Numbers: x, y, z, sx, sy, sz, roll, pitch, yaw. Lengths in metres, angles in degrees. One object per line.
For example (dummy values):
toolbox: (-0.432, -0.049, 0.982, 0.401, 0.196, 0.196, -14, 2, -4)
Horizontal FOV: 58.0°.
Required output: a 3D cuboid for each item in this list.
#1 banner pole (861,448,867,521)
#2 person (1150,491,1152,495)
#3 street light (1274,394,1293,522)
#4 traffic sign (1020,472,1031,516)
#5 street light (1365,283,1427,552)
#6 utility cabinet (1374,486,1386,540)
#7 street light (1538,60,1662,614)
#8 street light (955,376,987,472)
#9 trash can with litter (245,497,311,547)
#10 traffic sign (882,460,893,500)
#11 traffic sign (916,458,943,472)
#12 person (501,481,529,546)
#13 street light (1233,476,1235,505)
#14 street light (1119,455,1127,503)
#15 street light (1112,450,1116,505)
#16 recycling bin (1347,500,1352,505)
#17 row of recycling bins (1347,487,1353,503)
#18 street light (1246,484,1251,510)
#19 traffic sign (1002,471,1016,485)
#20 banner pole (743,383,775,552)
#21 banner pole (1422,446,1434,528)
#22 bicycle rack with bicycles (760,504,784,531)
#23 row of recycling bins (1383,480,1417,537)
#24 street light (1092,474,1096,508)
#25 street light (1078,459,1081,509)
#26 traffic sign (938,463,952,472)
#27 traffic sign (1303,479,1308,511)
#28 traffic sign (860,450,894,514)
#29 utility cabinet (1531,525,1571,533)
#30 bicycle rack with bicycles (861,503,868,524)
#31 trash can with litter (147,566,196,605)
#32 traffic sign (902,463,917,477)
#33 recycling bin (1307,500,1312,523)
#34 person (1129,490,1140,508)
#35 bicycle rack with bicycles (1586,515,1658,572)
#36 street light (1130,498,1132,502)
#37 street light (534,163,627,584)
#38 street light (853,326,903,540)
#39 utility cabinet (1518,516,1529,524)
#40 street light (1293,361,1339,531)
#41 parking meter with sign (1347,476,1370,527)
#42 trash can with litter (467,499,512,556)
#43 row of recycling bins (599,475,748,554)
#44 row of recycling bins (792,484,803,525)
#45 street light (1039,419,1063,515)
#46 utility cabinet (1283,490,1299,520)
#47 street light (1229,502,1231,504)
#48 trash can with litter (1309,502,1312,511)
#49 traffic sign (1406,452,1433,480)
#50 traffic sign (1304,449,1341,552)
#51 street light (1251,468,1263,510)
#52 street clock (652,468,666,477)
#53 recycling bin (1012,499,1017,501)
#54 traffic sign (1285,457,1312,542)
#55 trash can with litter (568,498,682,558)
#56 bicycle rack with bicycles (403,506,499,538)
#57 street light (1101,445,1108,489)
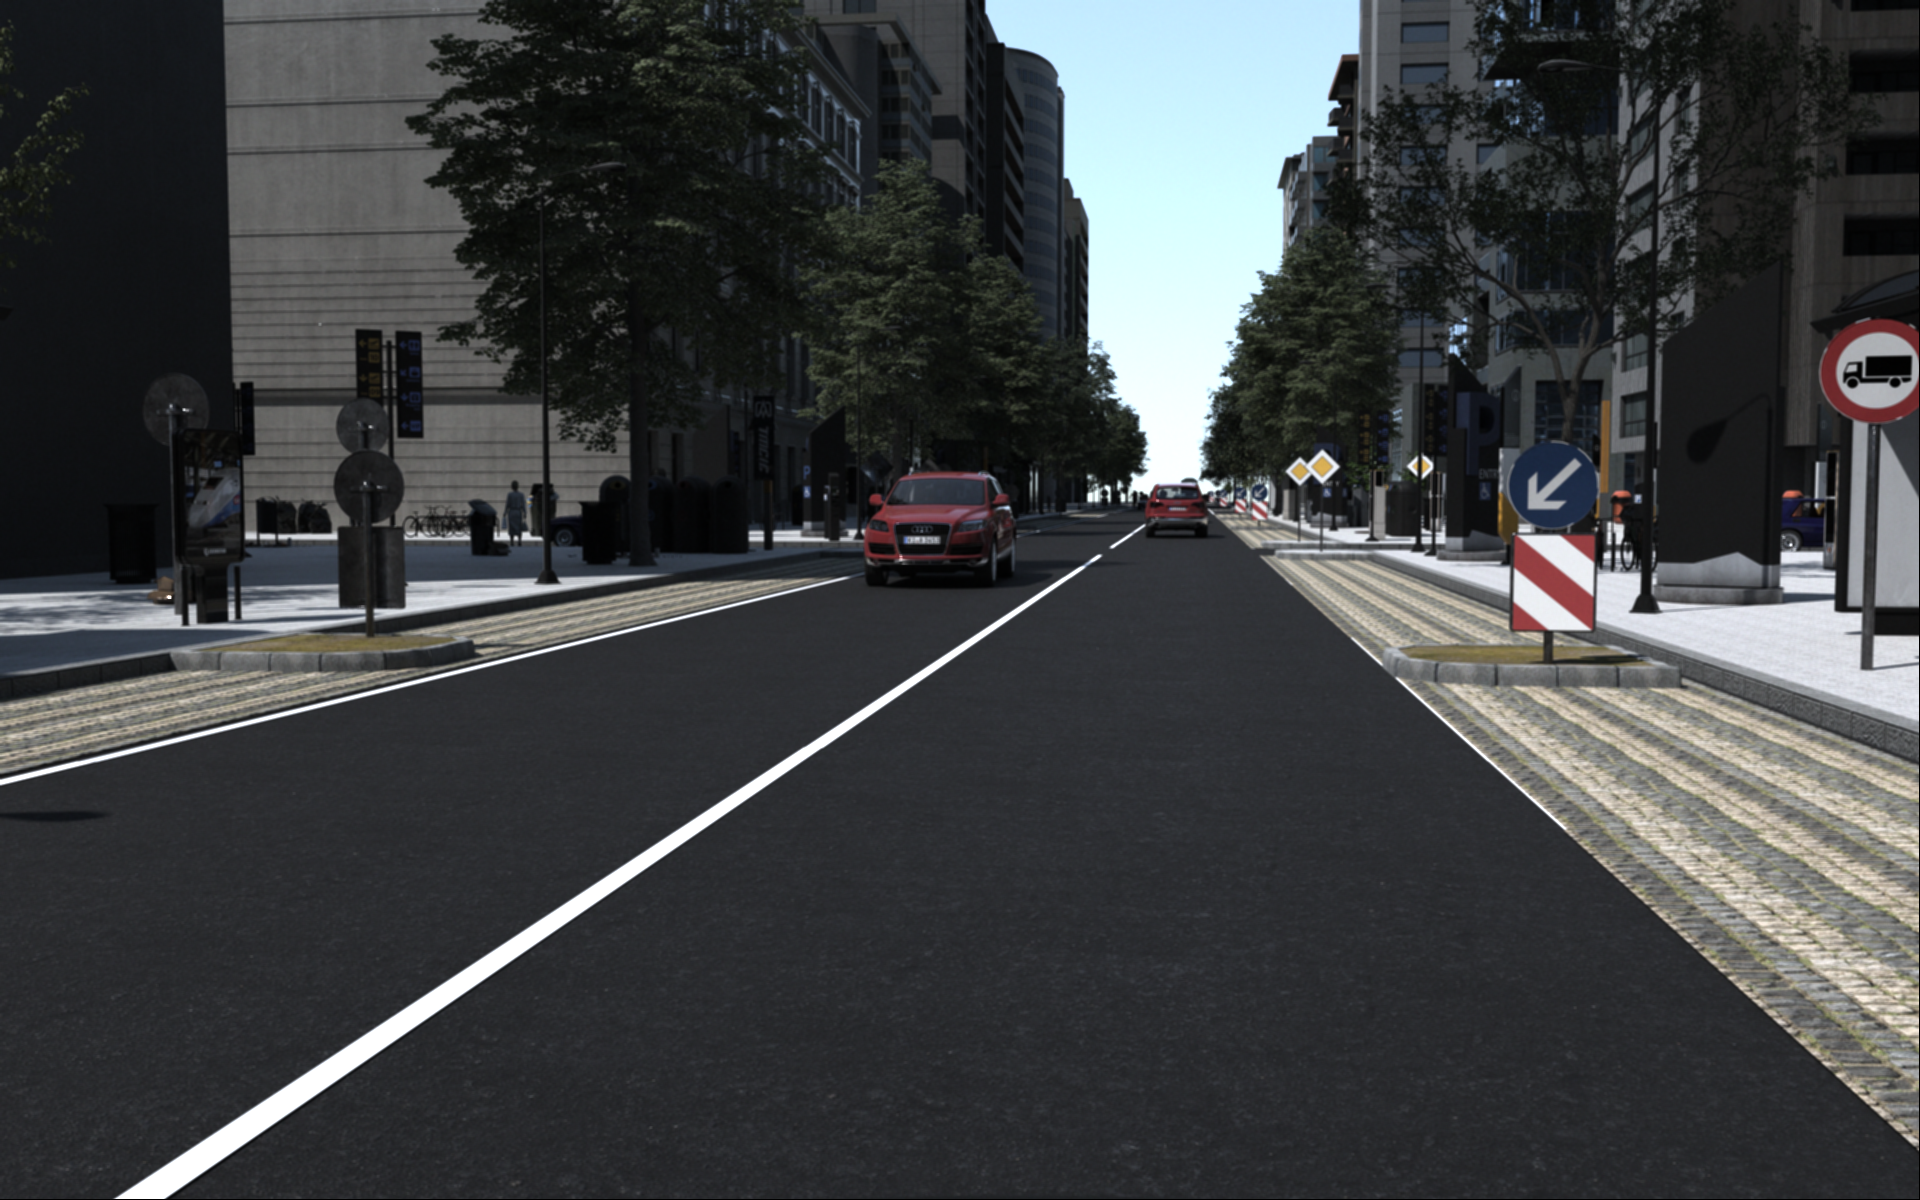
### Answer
banner pole: (-4.559, -5.661, 82.580, 0.401, 3.779, 0.863, 1, 4, 14)
person: (29.873, -16.041, 270.398, 0.705, 1.869, 1.348, 2, 4, 24)
street light: (15.011, -6.571, 79.977, 1.470, 5.913, 1.316, 0, 4, 8)
traffic sign: (3.713, -6.078, 99.483, 0.768, 2.556, 0.104, 1, 4, 12)
street light: (9.608, -4.017, 38.219, 1.470, 5.913, 1.316, 0, 4, 8)
utility cabinet: (11.714, -2.422, 48.277, 0.318, 1.500, 1.173, 1, 4, 13)
street light: (6.888, -2.820, 18.649, 1.470, 5.913, 1.316, 0, 4, 8)
street light: (0.379, -5.860, 68.344, 1.470, 5.913, 1.316, 0, 4, 8)
trash can with litter: (-17.143, -1.901, 42.133, 2.233, 1.210, 1.678, 1, 4, 12)
traffic sign: (-2.722, -3.885, 63.633, 0.768, 2.556, 0.104, 1, 4, 10)
traffic sign: (-0.861, -2.697, 47.736, 0.795, 2.450, 0.064, 0, 4, 8)
person: (-11.600, -2.215, 45.076, 0.694, 1.780, 0.624, -1, 4, -10)
street light: (22.520, -10.043, 136.750, 1.470, 5.913, 1.316, 0, 4, 8)
street light: (18.794, -14.282, 206.053, 1.470, 5.913, 1.316, 0, 4, 8)
street light: (15.828, -12.908, 183.589, 1.470, 5.913, 1.316, 0, 4, 8)
recycling bin: (17.425, -3.865, 75.755, 0.722, 1.027, 0.722, -1, 4, -17)
row of recycling bins: (20.332, -5.009, 89.010, 3.534, 1.692, 1.069, 3, 4, 37)
street light: (20.385, -9.004, 119.760, 1.470, 5.913, 1.316, 0, 4, 8)
traffic sign: (2.651, -5.740, 93.959, 0.768, 2.556, 0.104, 1, 4, 16)
banner pole: (-4.544, -2.981, 38.751, 0.863, 3.779, 0.401, 0, 4, -2)
banner pole: (17.659, -4.581, 64.917, 0.401, 3.779, 0.863, -1, 4, -13)
bicycle rack with bicycles: (-7.355, -2.872, 60.346, 2.852, 0.926, 2.925, 0, 4, 6)
row of recycling bins: (13.683, -2.847, 53.669, 1.069, 1.692, 3.534, 0, 4, 7)
street light: (10.475, -10.491, 144.070, 1.470, 5.913, 1.316, 0, 4, 8)
street light: (7.862, -9.271, 124.126, 1.470, 5.913, 1.316, 0, 4, 8)
traffic sign: (-0.711, -4.402, 72.077, 0.768, 2.556, 0.104, 1, 4, 13)
traffic sign: (18.432, -5.642, 92.349, 0.768, 2.556, 0.104, 1, 4, 13)
traffic sign: (-1.917, -2.213, 39.821, 0.795, 2.450, 0.064, 0, 4, 8)
utility cabinet: (16.281, -2.236, 47.718, 1.020, 1.237, 0.306, 1, 4, 23)
bicycle rack with bicycles: (-2.902, -3.724, 74.273, 2.852, 0.926, 2.925, -1, 4, -16)
trash can with litter: (-9.057, -0.556, 20.473, 0.624, 1.170, 1.055, 1, 4, 14)
traffic sign: (-2.107, -4.369, 71.547, 0.768, 2.556, 0.104, 1, 4, 13)
recycling bin: (15.757, -3.905, 76.395, 0.722, 1.027, 0.722, 2, 4, 34)
person: (18.062, -10.456, 179.425, 1.348, 1.831, 0.705, 2, 4, 32)
bicycle rack with bicycles: (11.758, -0.958, 29.041, 2.852, 0.926, 2.925, 1, 4, 22)
street light: (21.415, -15.480, 225.636, 1.470, 5.913, 1.316, 0, 4, 8)
street light: (-5.357, -3.178, 24.496, 1.470, 5.913, 1.316, 0, 4, 8)
street light: (-2.282, -4.627, 48.186, 1.470, 5.913, 1.316, 0, 4, 8)
utility cabinet: (23.697, -3.922, 72.797, 1.173, 1.500, 0.318, -1, 4, -22)
street light: (12.512, -5.372, 60.378, 1.470, 5.913, 1.316, 0, 4, 8)
parking meter with sign: (15.691, -4.379, 67.863, 0.543, 3.016, 1.738, 3, 5, 42)
trash can with litter: (-9.801, -1.519, 36.222, 1.055, 1.170, 0.624, 2, 4, 35)
row of recycling bins: (-6.285, -1.886, 37.947, 3.534, 1.692, 1.069, 1, 4, 17)
row of recycling bins: (-6.065, -3.887, 70.671, 1.069, 1.692, 3.534, -1, 4, -19)
street light: (5.657, -8.263, 107.645, 1.470, 5.913, 1.316, 0, 4, 8)
utility cabinet: (16.185, -4.649, 84.693, 0.318, 1.500, 1.173, 3, 4, 36)
street light: (25.363, -11.251, 156.495, 1.470, 5.913, 1.316, 0, 4, 8)
trash can with litter: (14.637, -3.566, 69.688, 1.055, 1.170, 0.624, 0, 4, -5)
traffic sign: (12.561, -2.815, 47.216, 0.795, 2.450, 0.064, 1, 4, 12)
traffic sign: (8.036, -2.131, 38.477, 0.795, 2.450, 0.064, 0, 4, 8)
street light: (17.664, -7.769, 99.557, 1.470, 5.913, 1.316, 0, 4, 8)
street clock: (-8.333, -2.655, 47.984, 0.358, 2.002, 0.471, -2, 4, -33)
recycling bin: (2.704, -5.072, 95.482, 0.722, 1.027, 0.722, -1, 4, -13)
traffic sign: (9.093, -2.615, 46.392, 0.795, 2.450, 0.064, 0, 4, 8)
trash can with litter: (-6.902, -1.471, 35.109, 2.233, 1.210, 1.678, 2, 4, 27)
bicycle rack with bicycles: (-15.267, -2.354, 51.870, 2.925, 0.926, 2.852, -3, 5, -41)
street light: (13.191, -11.688, 163.641, 1.470, 5.913, 1.316, 0, 4, 8)
